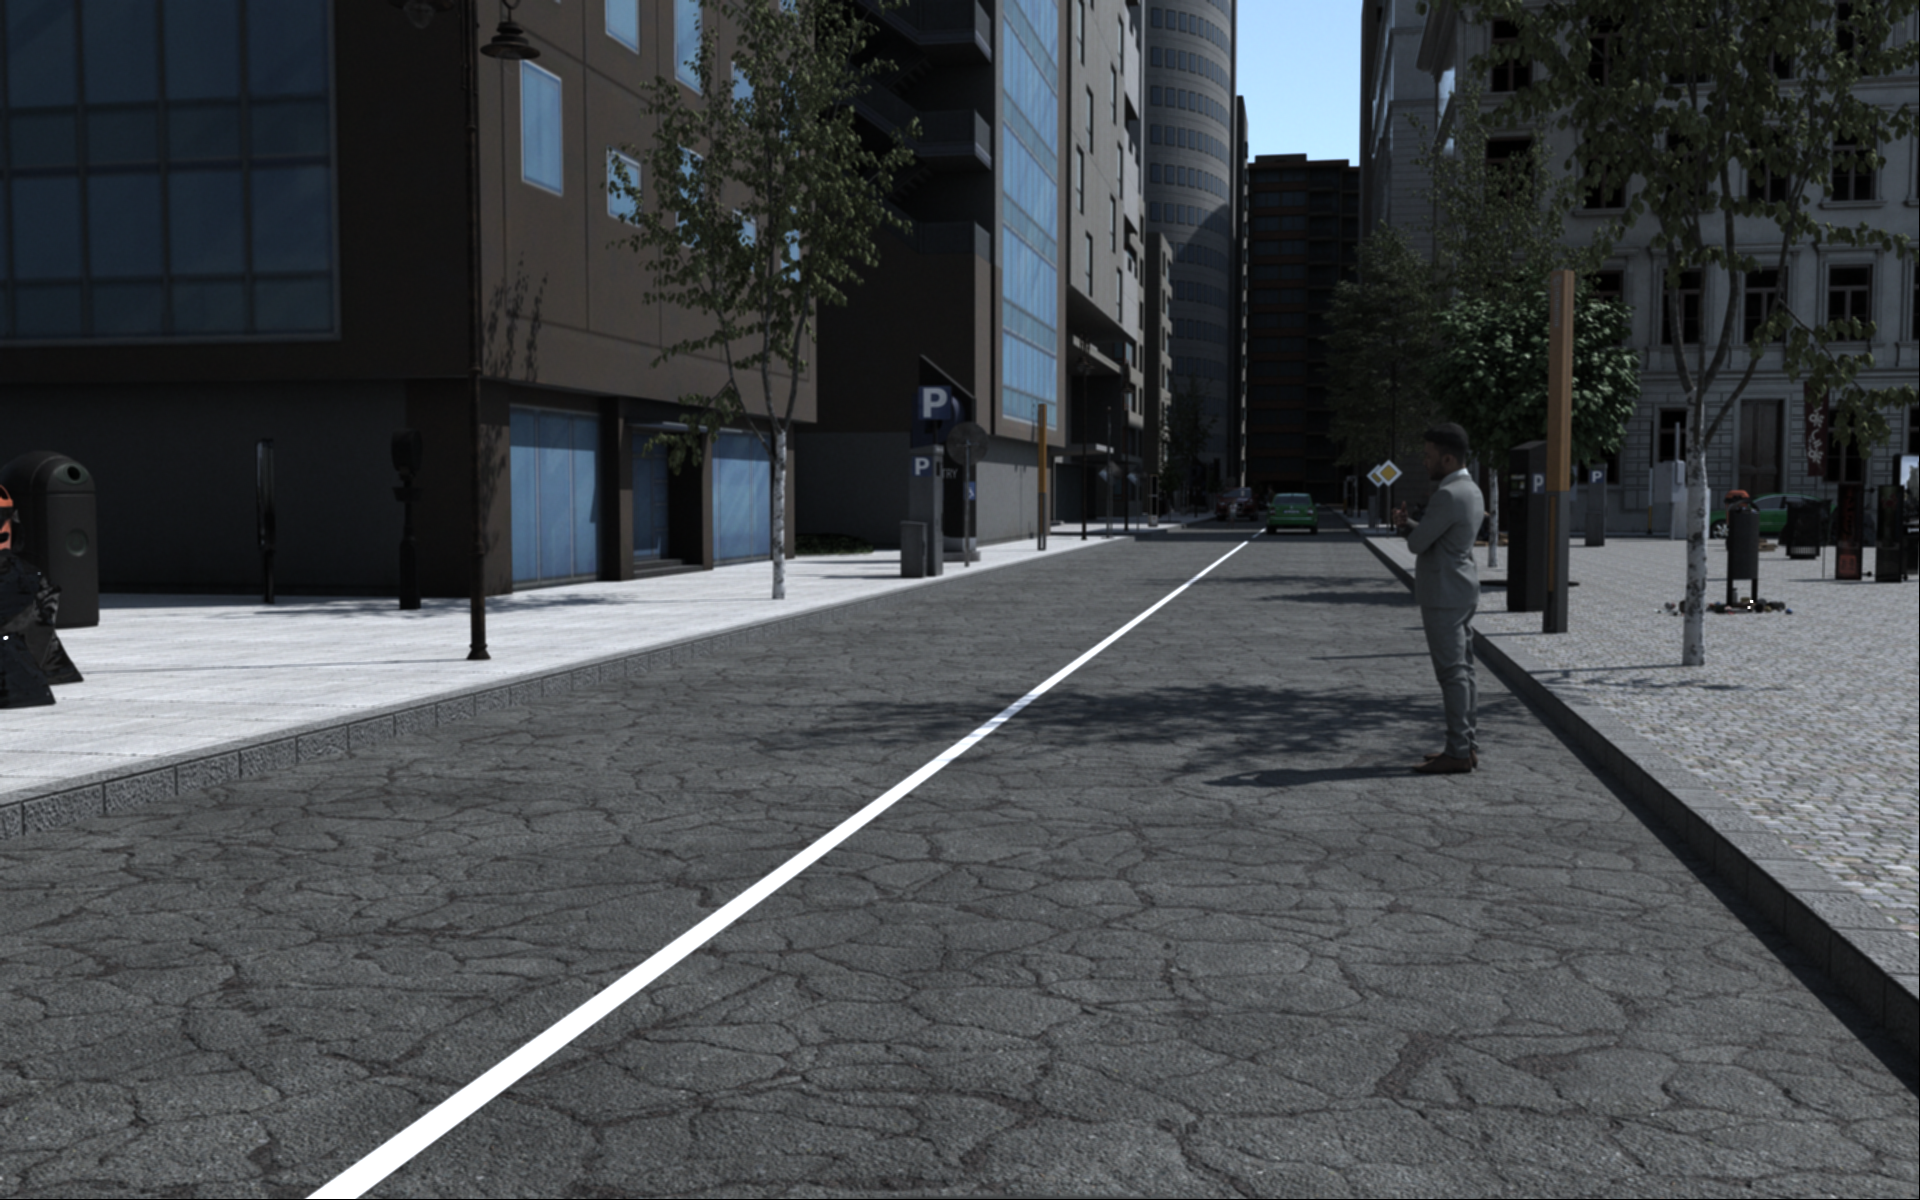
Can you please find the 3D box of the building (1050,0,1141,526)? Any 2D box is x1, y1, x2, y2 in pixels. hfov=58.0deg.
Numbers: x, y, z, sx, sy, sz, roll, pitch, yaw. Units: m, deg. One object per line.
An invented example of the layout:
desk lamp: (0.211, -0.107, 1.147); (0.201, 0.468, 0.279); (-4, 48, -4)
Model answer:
building: (-6.655, -29.717, 75.115); (28.713, 52.752, 27.495); (1, 4, 11)

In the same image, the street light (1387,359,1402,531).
street light: (14.845, -5.294, 59.338); (0.468, 5.910, 1.993); (1, 4, 11)

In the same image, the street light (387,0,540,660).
street light: (-3.737, -2.476, 13.267); (0.468, 5.910, 1.993); (1, 4, 11)

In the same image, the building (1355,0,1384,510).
building: (40.687, -30.296, 145.443); (14.600, 45.320, 14.200); (1, 4, 11)

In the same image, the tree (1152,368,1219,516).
tree: (13.208, -9.280, 102.096); (4.737, 8.622, 4.395); (0, 3, 0)

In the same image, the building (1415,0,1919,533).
building: (27.126, -13.743, 60.855); (21.152, 22.565, 11.583); (1, 4, 11)

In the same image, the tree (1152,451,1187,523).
tree: (9.321, -5.105, 78.063); (1.663, 3.219, 1.824); (0, 3, 0)

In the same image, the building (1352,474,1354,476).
building: (50.250, -33.426, 166.129); (23.786, 49.044, 30.456); (1, 4, 11)

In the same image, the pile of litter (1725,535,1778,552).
pile of litter: (17.941, -1.546, 39.235); (1.719, 0.858, 1.176); (-3, 5, -44)

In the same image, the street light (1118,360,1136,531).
street light: (5.769, -5.328, 59.900); (0.468, 5.910, 1.993); (1, 4, 11)

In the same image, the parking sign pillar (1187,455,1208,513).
parking sign pillar: (15.886, -7.796, 115.941); (1.447, 3.967, 1.447); (-2, 4, -34)

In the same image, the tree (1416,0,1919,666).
tree: (5.393, -3.802, 12.527); (4.737, 8.622, 4.395); (0, 3, 0)

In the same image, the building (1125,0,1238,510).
building: (12.404, -37.089, 148.407); (21.231, 58.520, 28.212); (1, 4, 11)

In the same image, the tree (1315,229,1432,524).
tree: (18.796, -9.584, 74.828); (7.486, 12.596, 7.792); (0, 3, 0)

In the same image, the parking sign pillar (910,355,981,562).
parking sign pillar: (-0.323, -2.731, 33.123); (1.447, 3.967, 1.447); (3, 4, 38)

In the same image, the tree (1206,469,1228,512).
tree: (17.785, -7.807, 122.245); (1.663, 3.219, 1.824); (0, 3, 0)

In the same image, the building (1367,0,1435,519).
building: (28.601, -19.436, 95.275); (11.434, 29.767, 29.804); (1, 4, 11)

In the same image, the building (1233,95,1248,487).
building: (21.674, -35.116, 197.855); (21.600, 48.544, 21.300); (1, 4, 11)

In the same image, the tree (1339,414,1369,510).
tree: (31.198, -11.315, 135.359); (4.360, 8.622, 3.978); (0, 3, 0)

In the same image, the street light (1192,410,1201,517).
street light: (12.964, -7.474, 94.991); (0.468, 5.910, 1.993); (1, 4, 11)

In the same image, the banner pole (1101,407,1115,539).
banner pole: (4.315, -3.680, 50.191); (0.401, 3.779, 0.863); (1, 4, 10)

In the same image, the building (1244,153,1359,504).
building: (40.981, -34.956, 226.149); (28.867, 44.769, 22.147); (1, 4, 11)

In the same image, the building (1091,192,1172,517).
building: (-1.382, -16.320, 111.867); (27.650, 21.520, 28.899); (1, 4, 11)

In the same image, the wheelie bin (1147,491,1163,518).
wheelie bin: (10.453, -5.206, 93.019); (0.693, 1.594, 0.980); (2, 4, 25)

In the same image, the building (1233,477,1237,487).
building: (11.714, -29.599, 175.818); (32.217, 40.220, 23.993); (1, 4, 11)

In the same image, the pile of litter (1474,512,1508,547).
pile of litter: (13.195, -1.767, 42.856); (1.719, 0.858, 1.176); (-1, 4, -15)

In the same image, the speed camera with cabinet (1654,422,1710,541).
speed camera with cabinet: (20.185, -3.305, 48.375); (2.038, 3.252, 0.660); (-3, 4, -38)

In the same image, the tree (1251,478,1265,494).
tree: (34.181, -12.499, 198.967); (1.663, 3.219, 1.824); (0, 3, 0)

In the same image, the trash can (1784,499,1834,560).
trash can: (16.618, -1.374, 34.117); (0.748, 1.137, 0.748); (0, 3, 0)

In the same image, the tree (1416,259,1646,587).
tree: (8.096, -2.495, 24.506); (4.285, 4.588, 4.351); (0, 3, 0)

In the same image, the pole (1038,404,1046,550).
pole: (1.867, -2.784, 39.366); (0.158, 3.312, 0.155); (0, 3, 0)

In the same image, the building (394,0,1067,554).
building: (-5.100, -24.253, 46.645); (14.200, 45.320, 14.600); (1, 4, 11)

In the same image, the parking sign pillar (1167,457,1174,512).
parking sign pillar: (14.930, -8.407, 125.922); (1.447, 3.967, 1.447); (-1, 4, -20)

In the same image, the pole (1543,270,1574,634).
pole: (5.506, -1.351, 15.928); (0.158, 3.312, 0.155); (0, 3, 0)

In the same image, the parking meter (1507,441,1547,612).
parking meter: (6.184, -0.806, 18.892); (0.399, 1.863, 0.255); (-2, 4, -35)

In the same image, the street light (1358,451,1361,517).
street light: (21.998, -7.493, 95.299); (0.468, 5.910, 1.993); (1, 4, 11)

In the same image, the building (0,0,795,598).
building: (-11.039, -23.099, 27.784); (14.600, 45.320, 14.200); (1, 4, 11)

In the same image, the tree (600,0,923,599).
tree: (-2.291, -4.330, 21.153); (4.737, 8.622, 4.395); (0, 3, 0)

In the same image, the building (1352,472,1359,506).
building: (53.646, -46.026, 190.771); (20.563, 71.187, 20.611); (1, 4, 11)

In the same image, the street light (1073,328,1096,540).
street light: (3.471, -4.617, 48.277); (0.468, 5.910, 1.993); (1, 4, 11)

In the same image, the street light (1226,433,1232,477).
street light: (20.166, -9.608, 129.881); (0.468, 5.910, 1.993); (1, 4, 11)

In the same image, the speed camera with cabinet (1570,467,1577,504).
speed camera with cabinet: (18.835, -3.771, 55.995); (2.038, 3.252, 0.660); (1, 4, 11)
